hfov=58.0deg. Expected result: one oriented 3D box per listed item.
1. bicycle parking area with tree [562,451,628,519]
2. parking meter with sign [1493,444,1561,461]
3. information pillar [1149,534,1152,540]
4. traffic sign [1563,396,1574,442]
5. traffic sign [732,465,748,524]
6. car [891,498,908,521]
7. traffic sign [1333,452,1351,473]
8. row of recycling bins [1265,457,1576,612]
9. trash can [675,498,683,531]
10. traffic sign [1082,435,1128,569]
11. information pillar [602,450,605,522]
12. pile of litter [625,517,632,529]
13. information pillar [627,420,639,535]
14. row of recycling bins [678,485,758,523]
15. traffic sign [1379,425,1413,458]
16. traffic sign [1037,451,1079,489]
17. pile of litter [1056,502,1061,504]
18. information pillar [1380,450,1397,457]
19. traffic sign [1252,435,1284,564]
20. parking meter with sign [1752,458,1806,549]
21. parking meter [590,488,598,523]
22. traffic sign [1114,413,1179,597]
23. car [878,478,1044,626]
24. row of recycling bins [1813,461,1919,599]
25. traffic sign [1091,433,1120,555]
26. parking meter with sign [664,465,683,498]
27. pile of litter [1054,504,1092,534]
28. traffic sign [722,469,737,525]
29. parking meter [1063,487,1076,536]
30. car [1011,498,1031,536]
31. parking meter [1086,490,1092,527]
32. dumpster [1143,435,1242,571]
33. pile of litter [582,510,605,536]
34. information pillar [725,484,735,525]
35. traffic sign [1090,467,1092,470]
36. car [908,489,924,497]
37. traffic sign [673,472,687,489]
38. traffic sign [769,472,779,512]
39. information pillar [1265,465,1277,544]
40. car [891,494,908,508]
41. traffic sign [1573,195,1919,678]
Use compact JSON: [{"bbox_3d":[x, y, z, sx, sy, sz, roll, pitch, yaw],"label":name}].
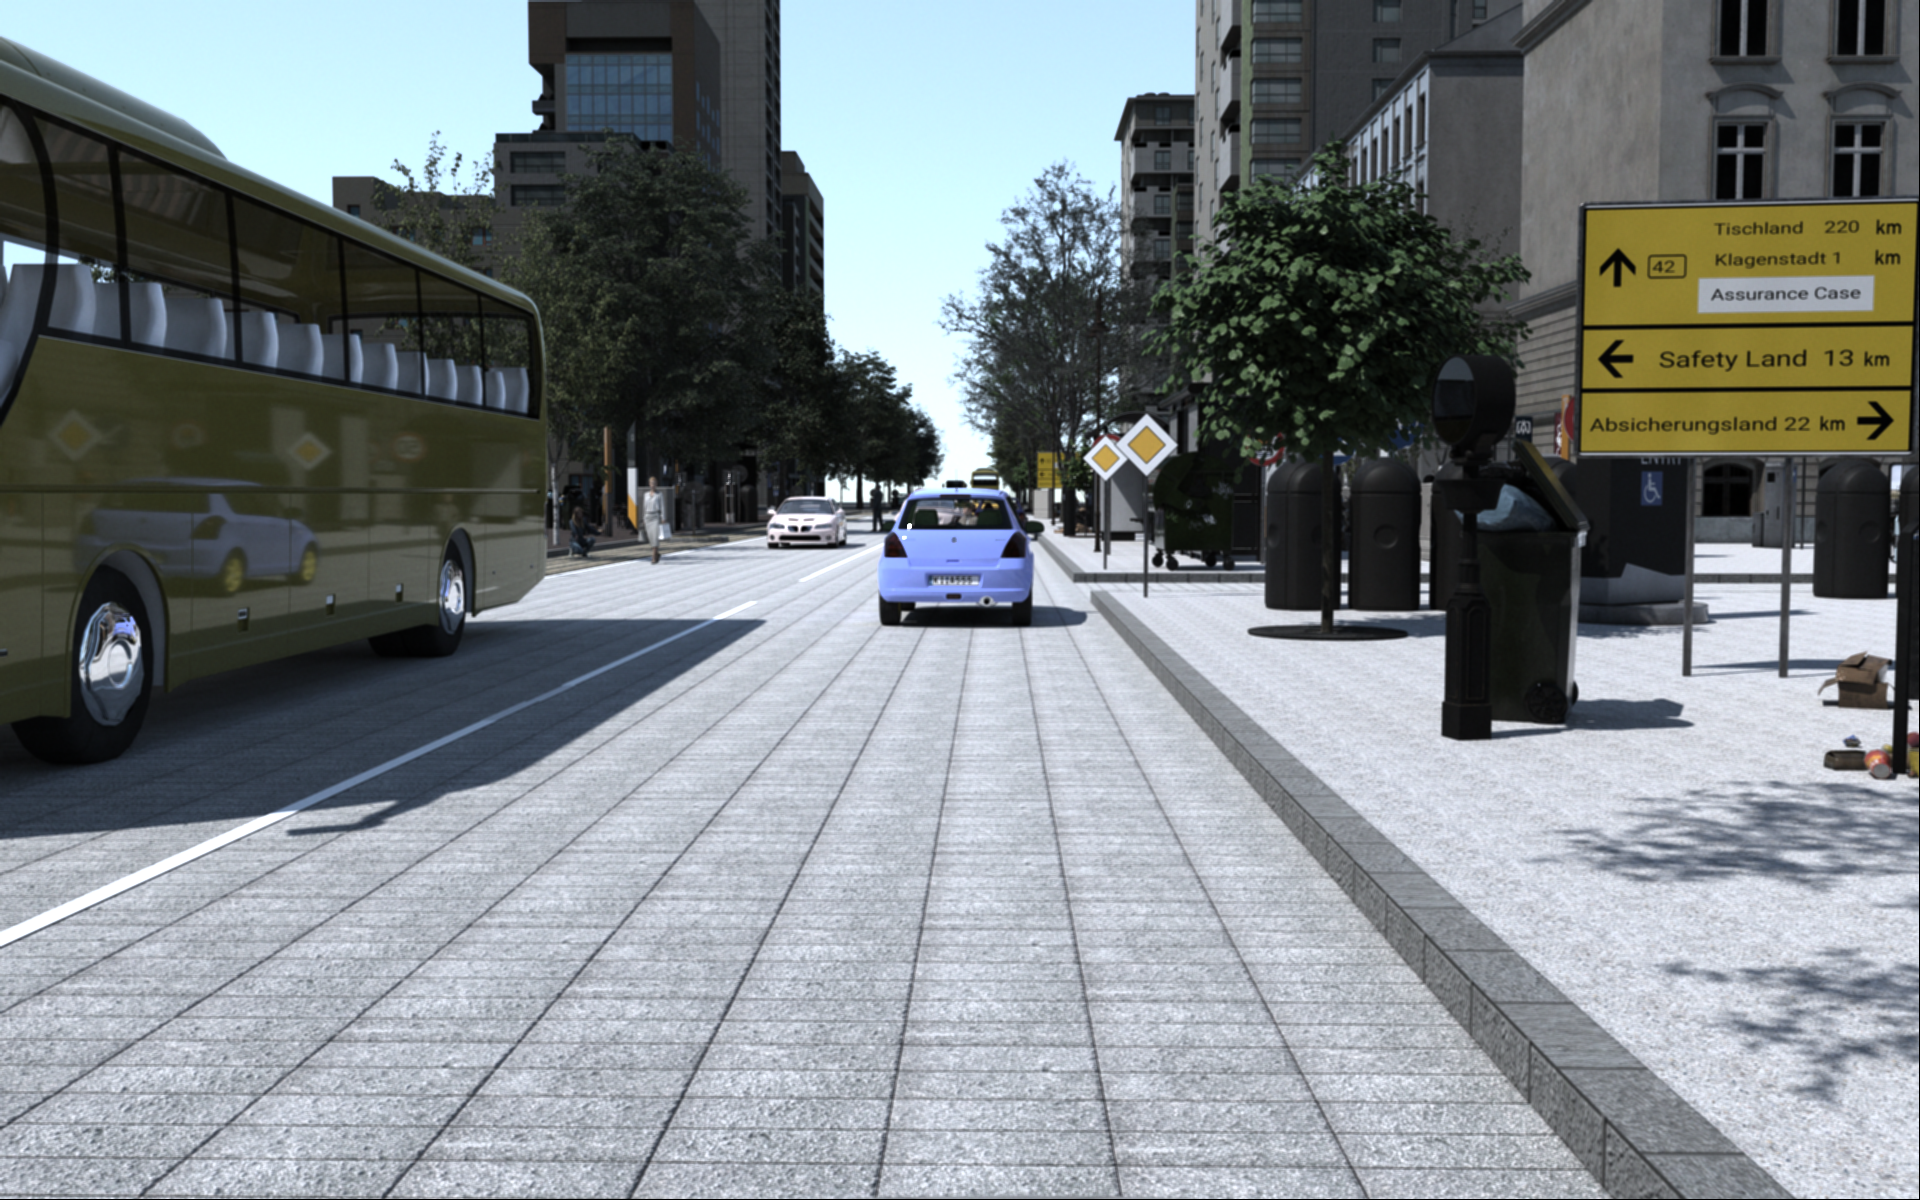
[{"bbox_3d":[-22.684,-6.836,98.765,9.016,4.147,8.231,3,5,43],"label":"bicycle parking area with tree"},{"bbox_3d":[10.824,-2.207,32.345,1.738,3.016,0.543,0,4,7],"label":"parking meter with sign"},{"bbox_3d":[5.480,-2.677,48.254,0.304,2.012,0.304,-3,5,-45],"label":"information pillar"},{"bbox_3d":[7.537,-1.251,20.566,0.768,2.556,0.104,1,4,9],"label":"traffic sign"},{"bbox_3d":[-9.608,-4.598,75.289,0.768,2.556,0.104,0,4,2],"label":"traffic sign"},{"bbox_3d":[-0.729,-1.931,43.928,2.083,1.381,4.827,0,4,0],"label":"car"},{"bbox_3d":[6.656,-1.880,30.852,0.768,2.556,0.104,0,4,7],"label":"traffic sign"},{"bbox_3d":[5.200,-0.743,19.260,3.534,1.692,1.069,0,4,3],"label":"row of recycling bins"},{"bbox_3d":[-9.938,-2.946,59.825,0.748,1.137,0.748,0,3,0],"label":"trash can"},{"bbox_3d":[2.469,-1.577,29.422,0.795,2.450,0.064,0,4,1],"label":"traffic sign"},{"bbox_3d":[-16.276,-5.370,79.152,0.183,3.616,0.504,-1,4,-15],"label":"information pillar"},{"bbox_3d":[-11.684,-3.058,63.967,1.176,0.858,1.719,3,4,36],"label":"pile of litter"},{"bbox_3d":[-10.386,-3.893,55.005,0.183,3.616,0.504,-3,5,-43],"label":"information pillar"},{"bbox_3d":[-10.791,-4.292,77.279,3.534,1.692,1.069,-1,4,-13],"label":"row of recycling bins"},{"bbox_3d":[5.058,-1.237,20.332,0.768,2.556,0.104,0,4,7],"label":"traffic sign"},{"bbox_3d":[4.786,-5.432,82.685,2.265,3.308,0.079,0,4,6],"label":"traffic sign"},{"bbox_3d":[5.346,-4.845,93.173,1.719,0.858,1.176,1,4,19],"label":"pile of litter"},{"bbox_3d":[5.506,-1.888,22.229,0.183,3.616,0.504,0,4,-2],"label":"information pillar"},{"bbox_3d":[5.525,-1.922,31.535,0.768,2.556,0.104,0,4,3],"label":"traffic sign"},{"bbox_3d":[19.434,-2.735,40.977,0.543,3.016,1.738,-1,4,-9],"label":"parking meter with sign"},{"bbox_3d":[-16.151,-4.160,76.430,0.372,1.533,0.369,0,3,0],"label":"parking meter"},{"bbox_3d":[2.302,-1.088,21.438,0.795,2.450,0.064,0,4,1],"label":"traffic sign"},{"bbox_3d":[0.013,-0.649,20.199,1.945,1.707,3.694,0,4,2],"label":"car"},{"bbox_3d":[12.317,-0.846,20.949,3.534,1.692,1.069,1,4,20],"label":"row of recycling bins"},{"bbox_3d":[3.138,-2.226,36.495,0.768,2.556,0.104,1,4,11],"label":"traffic sign"},{"bbox_3d":[-16.931,-6.620,104.505,1.738,3.016,0.543,-2,4,-25],"label":"parking meter with sign"},{"bbox_3d":[3.808,-2.626,56.900,1.176,0.858,1.719,-2,4,-27],"label":"pile of litter"},{"bbox_3d":[-9.482,-4.231,71.313,0.606,2.300,0.079,0,4,4],"label":"traffic sign"},{"bbox_3d":[3.333,-2.704,52.625,0.372,1.533,0.369,0,3,0],"label":"parking meter"},{"bbox_3d":[1.267,-2.561,54.454,1.945,1.354,3.894,0,4,2],"label":"car"},{"bbox_3d":[5.014,-3.574,66.848,0.372,1.533,0.369,0,3,0],"label":"parking meter"},{"bbox_3d":[3.963,-1.657,29.589,1.502,2.255,1.985,0,4,1],"label":"dumpster"},{"bbox_3d":[-11.560,-2.464,54.253,1.176,0.858,1.719,0,4,-2],"label":"pile of litter"},{"bbox_3d":[-9.701,-4.193,73.051,0.304,2.012,0.304,1,4,12],"label":"information pillar"},{"bbox_3d":[3.948,-2.921,47.858,0.768,2.556,0.104,1,4,8],"label":"traffic sign"},{"bbox_3d":[-2.363,-6.724,118.615,2.281,1.827,5.304,0,4,3],"label":"car"},{"bbox_3d":[-12.716,-4.683,78.692,0.606,2.300,0.079,0,4,2],"label":"traffic sign"},{"bbox_3d":[-10.401,-5.975,97.800,0.768,2.556,0.104,1,4,10],"label":"traffic sign"},{"bbox_3d":[7.464,-3.064,41.449,0.504,3.616,0.183,2,4,26],"label":"information pillar"},{"bbox_3d":[-5.444,-9.389,162.301,1.959,1.807,4.718,0,4,3],"label":"car"},{"bbox_3d":[5.441,-1.112,12.053,2.265,3.308,0.079,0,4,8],"label":"traffic sign"}]
